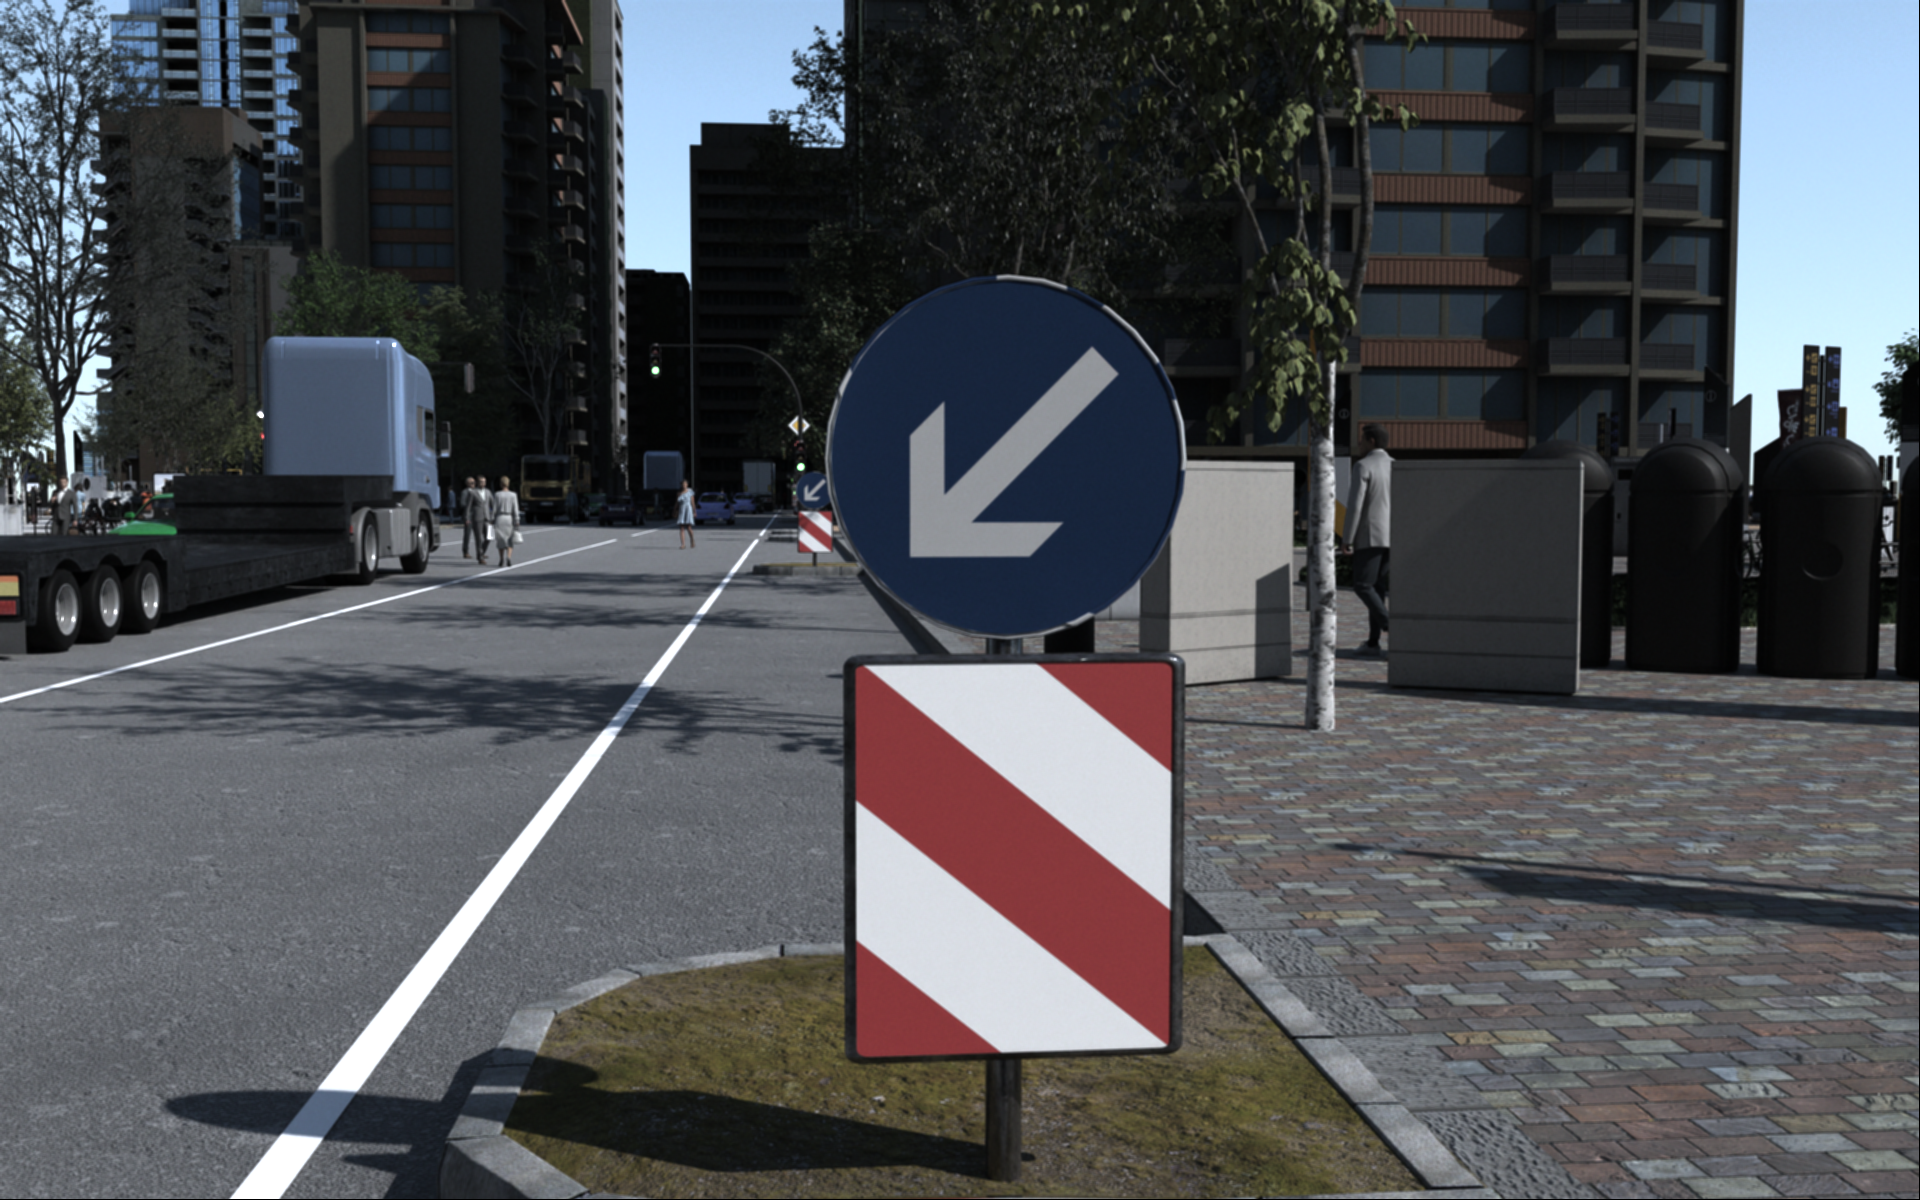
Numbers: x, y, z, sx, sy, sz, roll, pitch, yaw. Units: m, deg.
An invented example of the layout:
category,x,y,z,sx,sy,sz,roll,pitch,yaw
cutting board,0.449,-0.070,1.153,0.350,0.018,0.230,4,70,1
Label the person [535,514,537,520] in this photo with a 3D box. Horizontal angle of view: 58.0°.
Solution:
category,x,y,z,sx,sy,sz,roll,pitch,yaw
person,-23.153,-5.298,94.897,0.659,1.850,0.755,-1,4,-16

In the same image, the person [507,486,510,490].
category,x,y,z,sx,sy,sz,roll,pitch,yaw
person,-29.062,-6.445,111.302,0.514,1.842,0.818,2,4,29

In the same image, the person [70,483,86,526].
category,x,y,z,sx,sy,sz,roll,pitch,yaw
person,-28.256,-2.845,55.275,0.793,1.790,0.793,2,4,30

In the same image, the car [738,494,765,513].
category,x,y,z,sx,sy,sz,roll,pitch,yaw
car,-15.820,-7.289,130.970,2.131,1.459,4.920,0,4,-4

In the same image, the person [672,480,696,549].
category,x,y,z,sx,sy,sz,roll,pitch,yaw
person,-7.253,-2.262,45.577,0.616,1.811,0.778,1,4,11

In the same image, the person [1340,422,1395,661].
category,x,y,z,sx,sy,sz,roll,pitch,yaw
person,3.311,-0.468,13.538,0.661,1.843,0.795,-2,4,-28

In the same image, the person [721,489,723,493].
category,x,y,z,sx,sy,sz,roll,pitch,yaw
person,-15.730,-6.466,114.499,0.678,1.792,0.850,-1,4,-13

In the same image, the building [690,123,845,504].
category,x,y,z,sx,sy,sz,roll,pitch,yaw
building,-24.459,-37.084,230.024,21.600,48.544,21.300,0,4,-6

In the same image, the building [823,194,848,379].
category,x,y,z,sx,sy,sz,roll,pitch,yaw
building,-6.350,-24.339,169.642,14.160,30.474,14.107,0,4,-6

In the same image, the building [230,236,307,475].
category,x,y,z,sx,sy,sz,roll,pitch,yaw
building,-73.884,-26.075,198.024,14.107,30.474,14.160,0,4,-6

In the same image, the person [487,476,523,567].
category,x,y,z,sx,sy,sz,roll,pitch,yaw
person,-8.977,-1.541,34.052,0.694,1.780,0.624,0,4,-1

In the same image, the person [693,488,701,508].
category,x,y,z,sx,sy,sz,roll,pitch,yaw
person,-15.916,-5.891,105.246,0.534,1.772,0.576,1,4,9

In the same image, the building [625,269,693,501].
category,x,y,z,sx,sy,sz,roll,pitch,yaw
building,-42.238,-27.757,225.525,14.107,30.474,14.160,0,4,-6

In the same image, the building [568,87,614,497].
category,x,y,z,sx,sy,sz,roll,pitch,yaw
building,-41.940,-29.709,169.335,14.154,41.232,14.086,0,4,-6

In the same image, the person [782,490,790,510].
category,x,y,z,sx,sy,sz,roll,pitch,yaw
person,-15.971,-9.172,158.396,0.705,1.831,1.348,-2,4,-35

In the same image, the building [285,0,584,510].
category,x,y,z,sx,sy,sz,roll,pitch,yaw
building,-44.012,-30.139,147.399,22.147,44.769,28.867,0,4,-6

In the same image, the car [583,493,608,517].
category,x,y,z,sx,sy,sz,roll,pitch,yaw
car,-20.480,-5.400,97.082,1.959,1.807,4.718,0,4,-5

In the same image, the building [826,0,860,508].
category,x,y,z,sx,sy,sz,roll,pitch,yaw
building,-5.006,-46.615,200.407,20.563,71.187,20.611,0,4,-6

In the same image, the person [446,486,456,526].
category,x,y,z,sx,sy,sz,roll,pitch,yaw
person,-23.078,-4.269,78.488,0.419,1.800,0.721,-1,4,-11

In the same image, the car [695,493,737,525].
category,x,y,z,sx,sy,sz,roll,pitch,yaw
car,-11.422,-4.355,80.790,1.945,1.707,3.694,0,4,-4

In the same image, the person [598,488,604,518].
category,x,y,z,sx,sy,sz,roll,pitch,yaw
person,-21.684,-5.856,104.512,0.520,1.790,0.573,-1,4,-20

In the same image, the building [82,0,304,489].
category,x,y,z,sx,sy,sz,roll,pitch,yaw
building,-94.120,-55.642,222.419,31.000,86.520,22.319,0,4,-6

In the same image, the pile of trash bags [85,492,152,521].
category,x,y,z,sx,sy,sz,roll,pitch,yaw
pile of trash bags,-41.244,-4.621,85.302,1.912,1.369,3.447,1,4,23

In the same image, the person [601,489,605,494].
category,x,y,z,sx,sy,sz,roll,pitch,yaw
person,-22.520,-6.130,109.117,0.834,1.777,0.661,3,4,36

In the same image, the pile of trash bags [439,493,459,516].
category,x,y,z,sx,sy,sz,roll,pitch,yaw
pile of trash bags,-30.258,-5.719,103.265,1.912,1.369,3.447,1,4,19

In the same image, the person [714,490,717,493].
category,x,y,z,sx,sy,sz,roll,pitch,yaw
person,-23.783,-9.805,168.743,1.348,1.831,0.705,-3,4,-36

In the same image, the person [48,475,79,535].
category,x,y,z,sx,sy,sz,roll,pitch,yaw
person,-19.223,-1.754,37.135,0.622,1.834,0.822,-1,4,-15

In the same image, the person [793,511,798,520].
category,x,y,z,sx,sy,sz,roll,pitch,yaw
person,-8.400,-5.046,90.991,0.713,1.824,0.794,1,4,14

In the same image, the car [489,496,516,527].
category,x,y,z,sx,sy,sz,roll,pitch,yaw
car,-20.152,-3.782,74.417,1.945,1.354,3.894,0,4,-6

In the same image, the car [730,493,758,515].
category,x,y,z,sx,sy,sz,roll,pitch,yaw
car,-15.232,-6.880,122.078,1.945,1.707,3.694,0,4,-6

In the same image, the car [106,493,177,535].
category,x,y,z,sx,sy,sz,roll,pitch,yaw
car,-14.384,-1.446,32.441,1.959,1.807,4.718,0,4,-4

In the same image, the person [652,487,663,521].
category,x,y,z,sx,sy,sz,roll,pitch,yaw
person,-15.955,-5.047,91.367,0.623,1.781,0.721,0,4,-1

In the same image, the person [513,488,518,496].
category,x,y,z,sx,sy,sz,roll,pitch,yaw
person,-34.462,-7.778,133.576,0.716,1.782,0.532,2,4,29

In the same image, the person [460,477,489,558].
category,x,y,z,sx,sy,sz,roll,pitch,yaw
person,-10.821,-1.831,38.608,0.590,1.801,0.661,2,4,25

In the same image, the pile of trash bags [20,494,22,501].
category,x,y,z,sx,sy,sz,roll,pitch,yaw
pile of trash bags,-66.940,-6.809,121.072,3.447,1.369,1.912,-1,4,-18

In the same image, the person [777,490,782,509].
category,x,y,z,sx,sy,sz,roll,pitch,yaw
person,-17.217,-9.593,165.342,0.705,1.824,1.348,1,4,17

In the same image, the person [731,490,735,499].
category,x,y,z,sx,sy,sz,roll,pitch,yaw
person,-22.655,-10.102,173.541,0.599,1.838,0.709,-1,4,-12

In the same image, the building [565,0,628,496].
category,x,y,z,sx,sy,sz,roll,pitch,yaw
building,-52.492,-39.988,195.796,28.212,58.520,21.231,0,4,-6

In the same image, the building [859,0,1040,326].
category,x,y,z,sx,sy,sz,roll,pitch,yaw
building,1.639,-24.943,91.417,14.154,41.232,14.086,0,4,-6

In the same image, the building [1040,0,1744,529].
category,x,y,z,sx,sy,sz,roll,pitch,yaw
building,16.188,-25.560,72.539,28.867,44.769,22.147,0,4,-6

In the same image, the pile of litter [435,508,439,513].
category,x,y,z,sx,sy,sz,roll,pitch,yaw
pile of litter,-35.346,-6.337,117.567,1.719,0.858,1.176,-2,4,-34

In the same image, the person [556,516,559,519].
category,x,y,z,sx,sy,sz,roll,pitch,yaw
person,-22.887,-5.191,97.645,0.640,1.303,0.475,1,4,19

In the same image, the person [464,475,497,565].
category,x,y,z,sx,sy,sz,roll,pitch,yaw
person,-9.729,-1.633,35.314,0.853,1.813,0.709,3,5,43

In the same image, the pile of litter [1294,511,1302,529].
category,x,y,z,sx,sy,sz,roll,pitch,yaw
pile of litter,8.482,-1.914,45.264,1.176,0.858,1.719,1,4,11

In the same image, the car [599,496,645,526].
category,x,y,z,sx,sy,sz,roll,pitch,yaw
car,-15.334,-4.041,78.657,1.945,1.354,3.894,0,4,-4

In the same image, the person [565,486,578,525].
category,x,y,z,sx,sy,sz,roll,pitch,yaw
person,-17.948,-4.352,80.001,0.601,1.785,0.444,2,4,31

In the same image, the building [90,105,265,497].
category,x,y,z,sx,sy,sz,roll,pitch,yaw
building,-87.979,-33.405,196.288,14.200,45.320,14.600,0,4,-6
